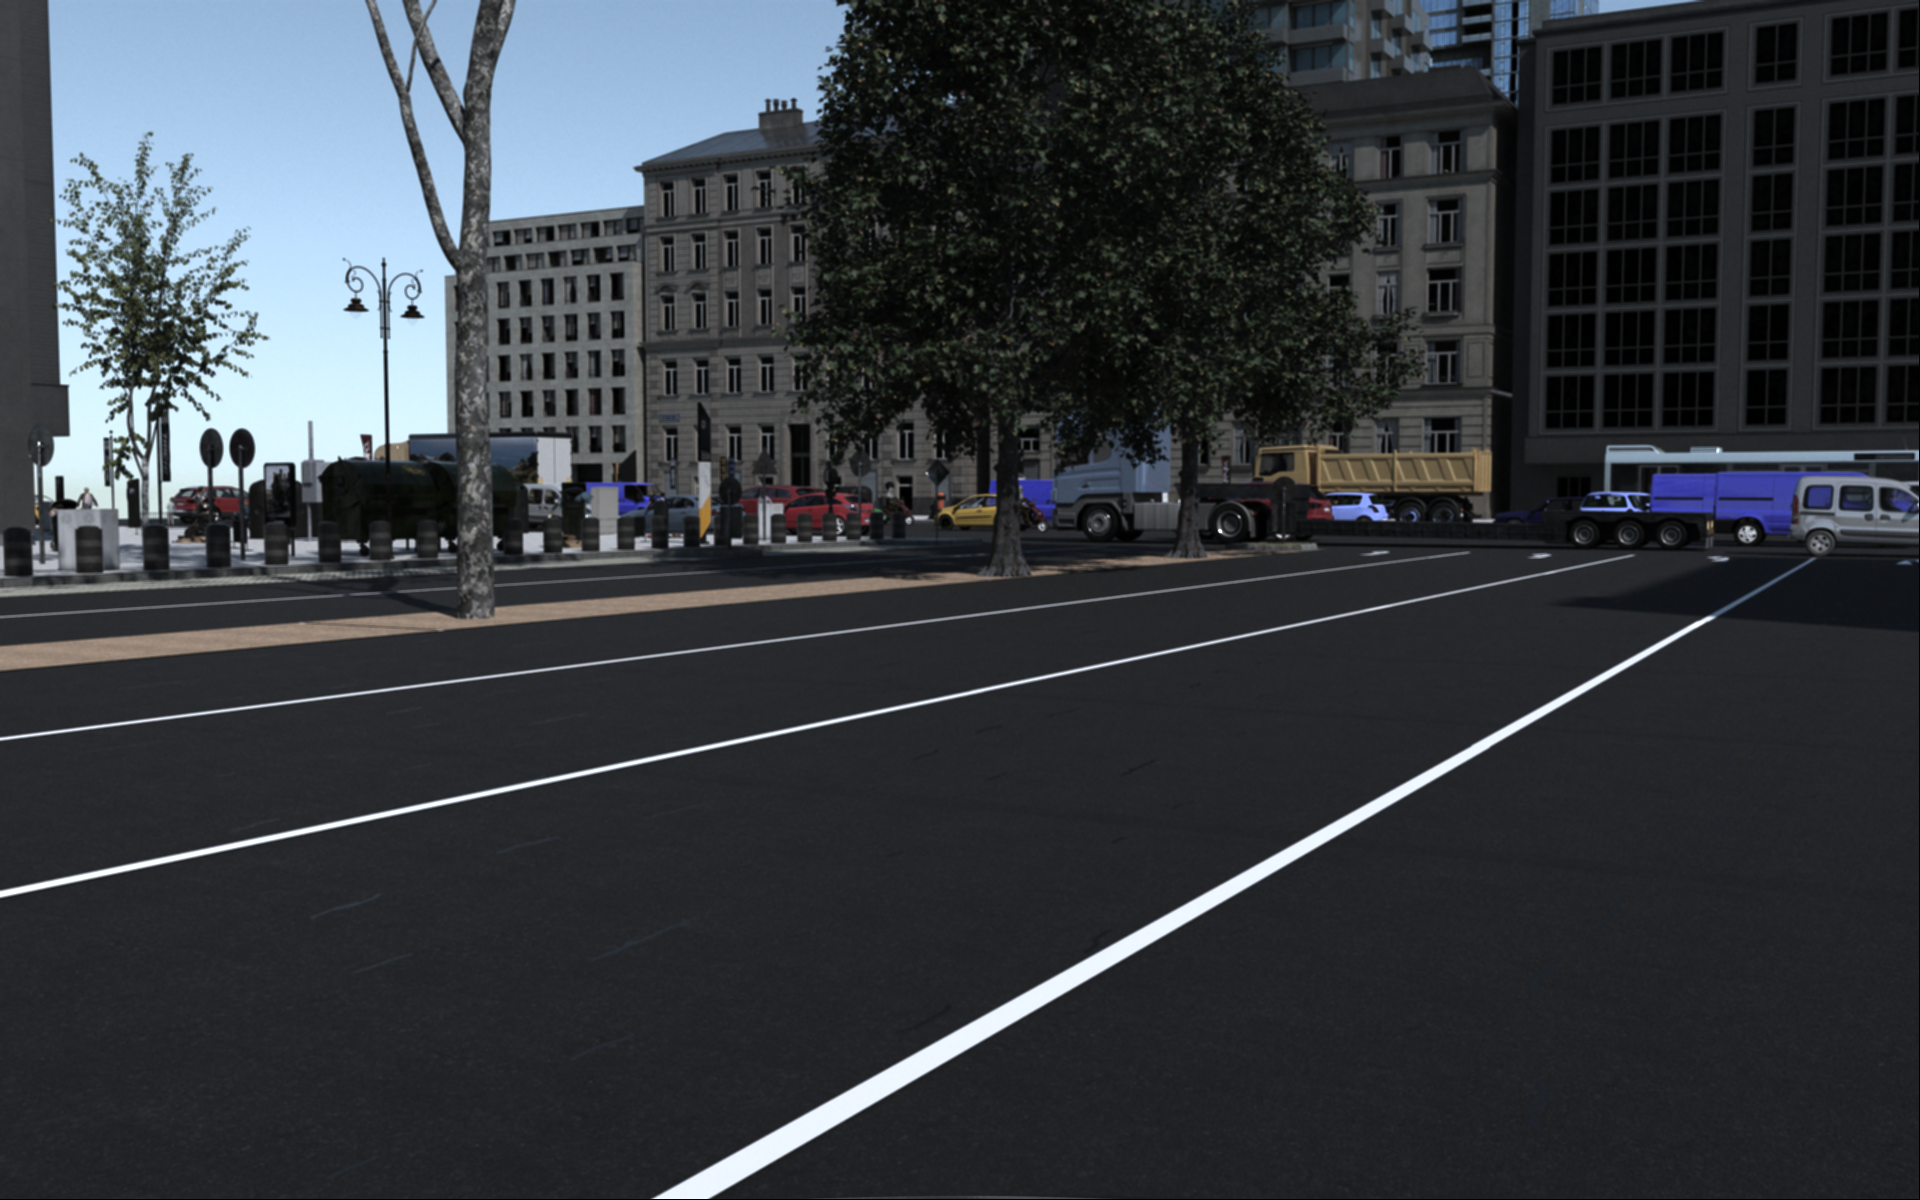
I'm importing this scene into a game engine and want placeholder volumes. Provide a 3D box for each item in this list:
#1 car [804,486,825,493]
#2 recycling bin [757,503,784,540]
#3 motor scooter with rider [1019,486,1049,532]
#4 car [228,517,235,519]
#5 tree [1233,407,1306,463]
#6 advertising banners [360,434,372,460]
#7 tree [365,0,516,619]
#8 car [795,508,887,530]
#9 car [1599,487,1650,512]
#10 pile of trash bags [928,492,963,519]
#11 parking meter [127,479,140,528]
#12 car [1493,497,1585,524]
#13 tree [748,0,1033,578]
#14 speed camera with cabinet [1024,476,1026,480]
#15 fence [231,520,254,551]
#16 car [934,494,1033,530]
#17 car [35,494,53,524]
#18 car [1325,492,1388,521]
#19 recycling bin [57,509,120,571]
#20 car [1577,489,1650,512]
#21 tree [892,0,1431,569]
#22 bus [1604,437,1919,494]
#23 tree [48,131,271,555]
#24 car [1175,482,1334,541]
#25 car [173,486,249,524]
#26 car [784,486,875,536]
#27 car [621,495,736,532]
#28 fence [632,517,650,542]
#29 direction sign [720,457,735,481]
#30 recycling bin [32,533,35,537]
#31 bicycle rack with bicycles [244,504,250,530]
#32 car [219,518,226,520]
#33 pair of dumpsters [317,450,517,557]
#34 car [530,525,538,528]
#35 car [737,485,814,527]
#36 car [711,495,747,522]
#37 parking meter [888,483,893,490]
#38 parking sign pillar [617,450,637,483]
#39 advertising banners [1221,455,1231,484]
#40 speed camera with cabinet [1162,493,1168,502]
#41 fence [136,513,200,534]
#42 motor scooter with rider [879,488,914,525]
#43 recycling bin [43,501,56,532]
[{"bbox_3d":[-7.483,-4.735,86.094,5.304,1.827,2.281,2,4,28],"label":"car"},{"bbox_3d":[-5.306,-2.201,48.548,0.722,1.027,0.722,0,4,-6],"label":"recycling bin"},{"bbox_3d":[2.453,-3.450,65.374,1.986,1.779,0.876,2,4,30],"label":"motor scooter with rider"},{"bbox_3d":[-41.888,-5.642,101.036,1.959,1.807,4.718,2,4,28],"label":"car"},{"bbox_3d":[15.729,-8.393,87.592,4.360,8.622,3.978,0,3,0],"label":"tree"},{"bbox_3d":[-17.203,-3.393,51.666,0.090,3.025,2.074,1,4,18],"label":"advertising banners"},{"bbox_3d":[-6.215,-9.927,20.647,12.611,20.169,13.585,0,3,0],"label":"tree"},{"bbox_3d":[-5.166,-3.742,69.982,4.718,1.807,1.959,2,4,29],"label":"car"},{"bbox_3d":[23.045,-3.013,58.851,3.694,1.707,1.945,2,4,31],"label":"car"},{"bbox_3d":[-0.757,-4.777,87.854,1.912,1.369,3.447,0,4,7],"label":"pile of trash bags"},{"bbox_3d":[-31.571,-3.697,66.154,0.399,1.863,0.255,0,4,1],"label":"parking meter"},{"bbox_3d":[19.824,-2.753,57.599,3.894,1.354,1.945,2,4,29],"label":"car"},{"bbox_3d":[0.872,-6.755,29.917,9.611,12.733,9.660,0,3,0],"label":"tree"},{"bbox_3d":[3.366,-5.852,90.021,0.660,3.252,2.038,2,4,34],"label":"speed camera with cabinet"},{"bbox_3d":[-16.601,-1.503,39.942,0.278,0.683,2.069,-2,4,-30],"label":"fence"},{"bbox_3d":[0.864,-3.557,68.373,3.980,1.641,2.015,2,4,30],"label":"car"},{"bbox_3d":[-44.729,-4.484,83.536,3.980,1.641,2.015,2,4,29],"label":"car"},{"bbox_3d":[13.938,-3.341,64.210,3.694,1.707,1.945,2,4,28],"label":"car"},{"bbox_3d":[-14.695,-1.019,29.212,0.722,1.027,0.722,0,4,-1],"label":"recycling bin"},{"bbox_3d":[18.842,-2.473,50.031,1.945,1.707,3.694,2,4,28],"label":"car"},{"bbox_3d":[5.180,-7.288,38.618,9.611,12.733,9.660,0,3,0],"label":"tree"},{"bbox_3d":[30.700,-4.183,63.251,13.247,3.499,2.948,2,4,28],"label":"bus"},{"bbox_3d":[-16.948,-5.251,36.208,4.737,8.622,4.395,0,3,0],"label":"tree"},{"bbox_3d":[8.940,-2.765,53.883,5.304,1.827,2.281,2,4,29],"label":"car"},{"bbox_3d":[-36.153,-4.684,85.263,2.281,1.827,5.304,2,4,29],"label":"car"},{"bbox_3d":[-5.100,-3.175,60.957,4.494,1.783,2.155,2,4,28],"label":"car"},{"bbox_3d":[-9.542,-2.858,58.737,4.499,1.417,2.014,2,4,31],"label":"car"},{"bbox_3d":[-8.422,-1.825,45.208,0.278,0.683,2.069,0,4,1],"label":"fence"},{"bbox_3d":[-14.035,-6.881,104.501,0.876,3.537,0.379,0,4,0],"label":"direction sign"},{"bbox_3d":[-27.832,-2.358,51.102,0.722,1.027,0.722,0,4,-7],"label":"recycling bin"},{"bbox_3d":[-23.634,-2.835,59.733,2.852,0.926,2.925,0,4,6],"label":"bicycle rack with bicycles"},{"bbox_3d":[-39.265,-5.073,95.519,3.894,1.354,1.945,2,4,30],"label":"car"},{"bbox_3d":[-11.653,-2.131,37.331,1.574,2.255,4.437,2,4,29],"label":"pair of dumpsters"},{"bbox_3d":[-17.274,-3.777,71.974,3.980,1.641,2.015,2,4,31],"label":"car"},{"bbox_3d":[-8.439,-4.031,74.578,5.304,1.827,2.281,2,4,27],"label":"car"},{"bbox_3d":[-11.103,-3.711,72.678,4.499,1.417,2.014,2,4,29],"label":"car"},{"bbox_3d":[-3.834,-5.492,95.507,0.255,1.863,0.399,0,4,-5],"label":"parking meter"},{"bbox_3d":[-20.410,-7.198,106.160,1.447,3.967,1.447,2,4,30],"label":"parking sign pillar"},{"bbox_3d":[12.604,-5.009,78.086,0.090,3.025,2.074,-3,5,-45],"label":"advertising banners"},{"bbox_3d":[9.690,-5.768,88.636,2.038,3.252,0.660,-2,4,-33],"label":"speed camera with cabinet"},{"bbox_3d":[-25.391,-2.465,55.680,2.069,0.683,0.278,-2,4,-31],"label":"fence"},{"bbox_3d":[-3.018,-4.372,80.444,1.986,1.779,0.876,2,4,28],"label":"motor scooter with rider"},{"bbox_3d":[-31.123,-2.866,59.414,0.722,1.027,0.722,-1,4,-23],"label":"recycling bin"}]
